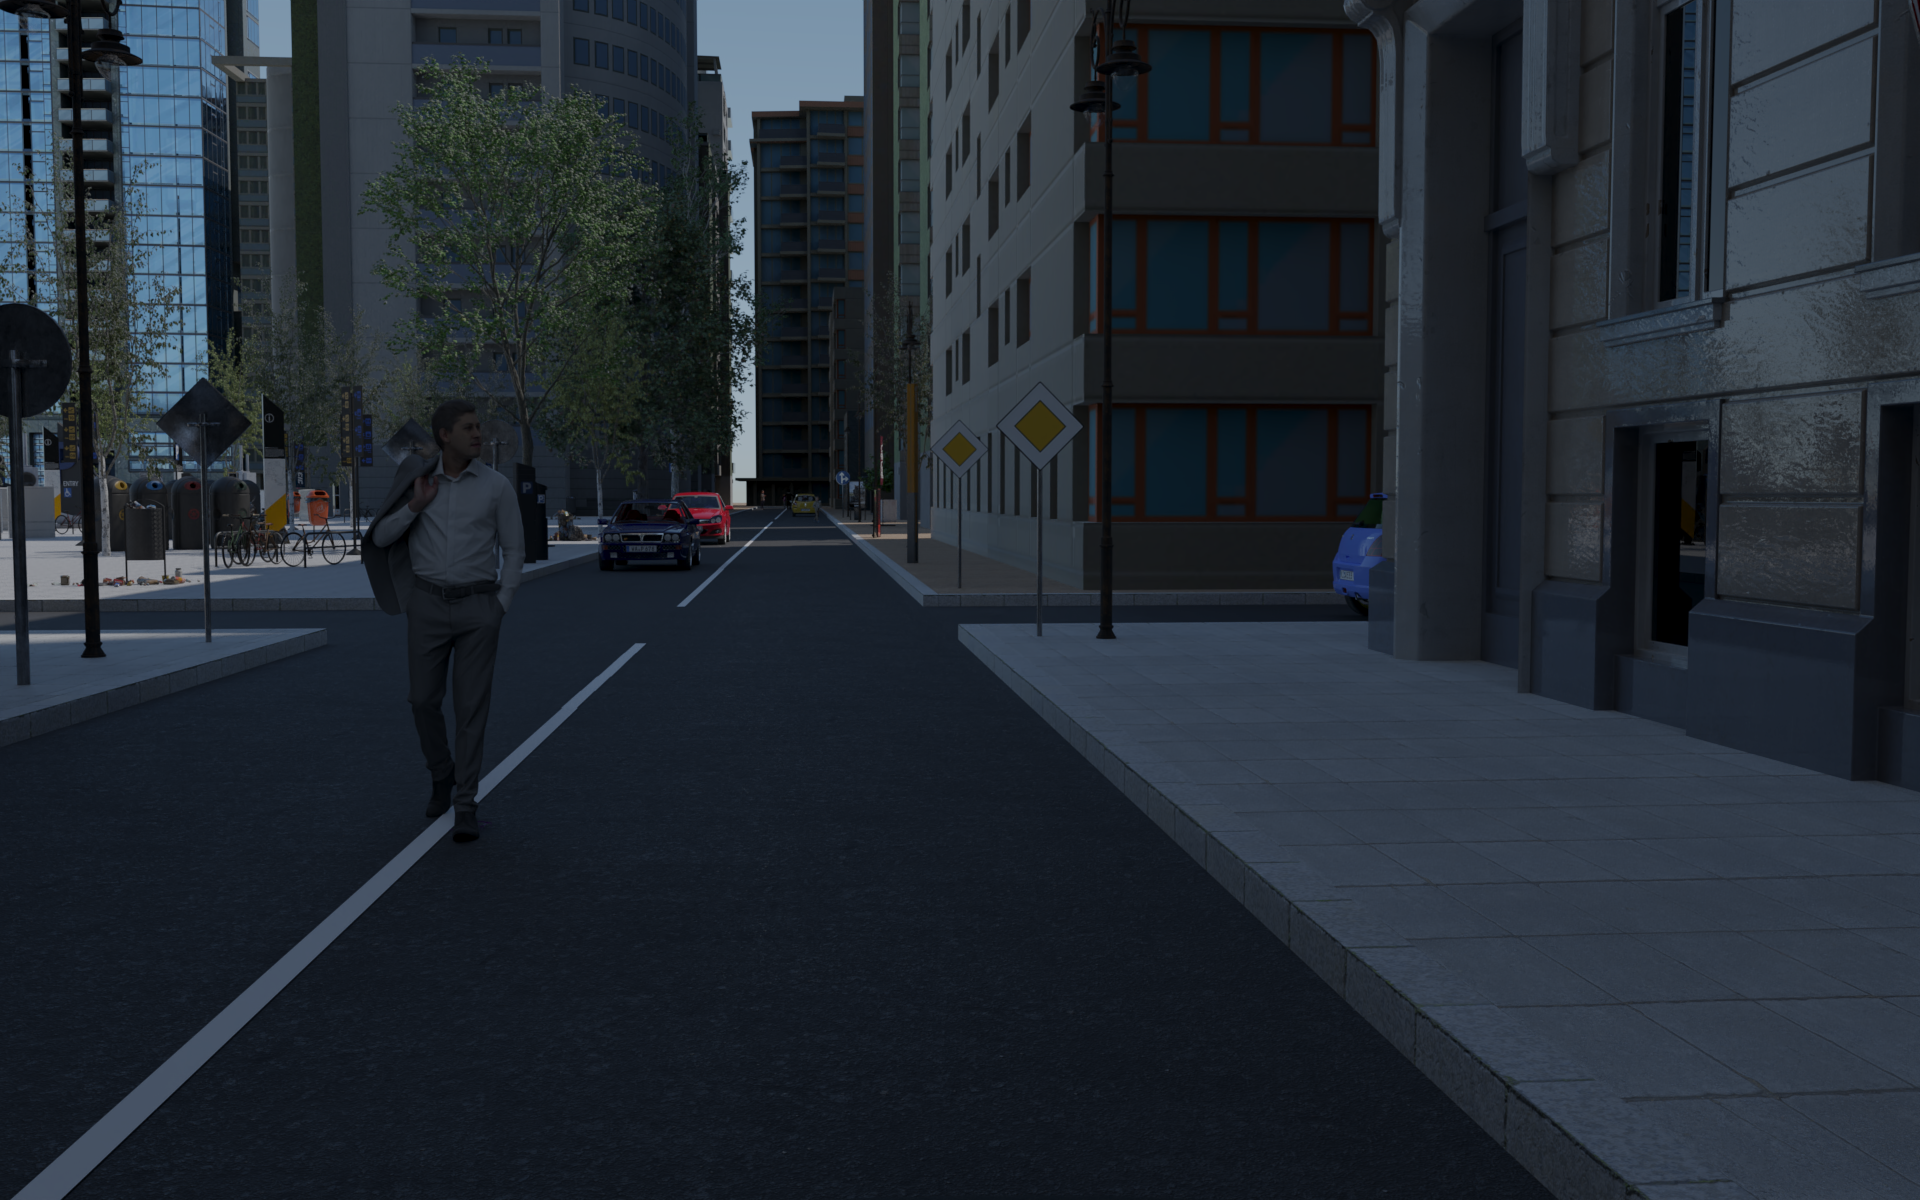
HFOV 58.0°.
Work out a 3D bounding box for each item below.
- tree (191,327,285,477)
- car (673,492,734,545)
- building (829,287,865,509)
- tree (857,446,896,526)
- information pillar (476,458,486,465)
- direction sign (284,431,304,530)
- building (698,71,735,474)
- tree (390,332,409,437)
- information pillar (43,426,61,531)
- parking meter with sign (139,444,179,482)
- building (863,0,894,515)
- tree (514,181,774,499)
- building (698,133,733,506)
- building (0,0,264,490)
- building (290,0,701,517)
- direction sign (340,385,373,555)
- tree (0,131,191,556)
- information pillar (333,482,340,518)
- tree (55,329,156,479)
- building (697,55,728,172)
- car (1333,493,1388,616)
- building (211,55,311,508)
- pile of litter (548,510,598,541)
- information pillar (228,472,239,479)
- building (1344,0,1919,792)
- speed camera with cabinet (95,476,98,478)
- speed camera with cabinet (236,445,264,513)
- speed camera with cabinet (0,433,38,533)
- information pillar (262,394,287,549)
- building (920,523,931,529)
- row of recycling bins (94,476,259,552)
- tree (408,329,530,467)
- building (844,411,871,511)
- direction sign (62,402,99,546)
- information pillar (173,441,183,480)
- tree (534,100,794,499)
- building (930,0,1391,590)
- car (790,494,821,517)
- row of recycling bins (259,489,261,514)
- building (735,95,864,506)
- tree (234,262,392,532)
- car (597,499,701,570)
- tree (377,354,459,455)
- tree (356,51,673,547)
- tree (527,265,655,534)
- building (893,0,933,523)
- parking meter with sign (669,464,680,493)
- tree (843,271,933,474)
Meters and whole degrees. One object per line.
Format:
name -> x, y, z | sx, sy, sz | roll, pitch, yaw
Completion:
tree -> -32.443, -7.782, 77.590 | 4.737, 8.622, 4.395 | 0, 3, 0
car -> -7.622, -2.516, 50.182 | 2.155, 1.783, 4.494 | 0, 4, -5
building -> 1.978, -19.280, 160.261 | 27.650, 21.520, 28.899 | 0, 4, -5
tree -> -3.042, -4.573, 69.364 | 1.663, 3.219, 1.824 | 0, 3, 0
information pillar -> -23.407, -5.711, 84.732 | 0.504, 3.616, 0.183 | 0, 4, -4
direction sign -> -23.902, -4.279, 61.965 | 0.876, 3.537, 0.379 | -3, 4, -37
building -> -40.343, -34.972, 191.408 | 30.456, 49.044, 23.786 | 0, 4, -5
tree -> -23.562, -7.083, 66.177 | 4.360, 8.622, 3.978 | 0, 3, 0
information pillar -> -31.247, -4.172, 59.572 | 0.504, 3.616, 0.183 | -3, 4, -39
parking meter with sign -> -28.333, -3.940, 60.680 | 1.738, 3.016, 0.543 | -1, 4, -15
building -> 1.282, -27.869, 105.774 | 14.600, 45.320, 14.200 | 0, 4, -5
tree -> -11.676, -8.970, 63.660 | 9.611, 12.733, 9.660 | 0, 3, 0
building -> -26.781, -22.969, 147.239 | 14.160, 30.474, 14.107 | 0, 4, -5
building -> -76.521, -51.513, 154.911 | 31.000, 86.520, 22.319 | 0, 4, -5
building -> -28.017, -34.714, 109.577 | 21.231, 58.520, 28.212 | 0, 4, -5
direction sign -> -12.754, -2.717, 36.414 | 0.876, 3.537, 0.379 | 3, 5, 44
tree -> -17.656, -5.201, 35.398 | 4.360, 8.622, 3.978 | 0, 3, 0
information pillar -> -33.899, -5.484, 94.158 | 0.304, 2.012, 0.304 | -3, 4, -36
tree -> -38.760, -7.814, 78.125 | 4.737, 8.622, 4.395 | 0, 3, 0
building -> -28.968, -29.381, 163.975 | 14.086, 41.232, 14.154 | 0, 4, -5
car -> 6.169, -0.621, 19.742 | 3.694, 1.707, 1.945 | 0, 4, -6
building -> -48.667, -28.242, 153.632 | 23.993, 40.220, 32.217 | 0, 4, -5
pile of litter -> -10.743, -2.058, 47.608 | 1.719, 0.858, 1.176 | 2, 4, 35
information pillar -> -24.707, -3.331, 58.953 | 0.304, 2.012, 0.304 | -1, 4, -15
building -> 10.452, -13.362, 4.376 | 13.634, 28.700, 20.117 | 0, 4, -5
speed camera with cabinet -> -45.065, -5.907, 90.919 | 0.660, 3.252, 2.038 | -1, 4, -9
speed camera with cabinet -> -28.445, -4.642, 70.240 | 2.038, 3.252, 0.660 | 1, 4, 21
speed camera with cabinet -> -30.927, -3.767, 55.929 | 2.038, 3.252, 0.660 | -2, 4, -31
information pillar -> -16.116, -3.017, 40.678 | 0.504, 3.616, 0.183 | -3, 4, -36
building -> 5.266, -23.620, 69.788 | 14.154, 41.232, 14.086 | 0, 4, -5
row of recycling bins -> -18.156, -1.997, 39.761 | 3.534, 1.692, 1.069 | -3, 5, -44
tree -> -20.470, -7.489, 72.801 | 4.360, 8.622, 3.978 | 0, 3, 0
building -> 2.851, -49.843, 127.610 | 22.319, 86.520, 31.000 | 0, 4, -5
direction sign -> -21.742, -3.111, 42.865 | 0.876, 3.537, 0.379 | 0, 4, 4
information pillar -> -29.575, -4.537, 65.539 | 0.183, 3.616, 0.504 | 0, 4, 7
tree -> -14.610, -14.059, 85.756 | 12.611, 20.169, 13.585 | 0, 3, 0
building -> 14.785, -11.771, 37.497 | 28.899, 21.520, 27.650 | 0, 4, -5
car -> -9.909, -6.166, 111.043 | 2.015, 1.641, 3.980 | 0, 4, -5
row of recycling bins -> -21.759, -2.580, 49.304 | 3.534, 1.692, 1.069 | -1, 4, -12
building -> -10.327, -32.959, 193.496 | 28.867, 44.769, 22.147 | 0, 4, -5
tree -> -21.319, -6.425, 55.408 | 4.360, 8.622, 3.978 | 0, 3, 0
car -> -6.021, -1.297, 33.778 | 1.945, 1.354, 3.894 | 0, 4, -5
tree -> -28.537, -8.649, 91.775 | 4.737, 8.622, 4.395 | 0, 3, 0
tree -> -10.572, -7.093, 41.733 | 9.928, 11.665, 9.643 | 0, 3, 0
tree -> -11.433, -6.369, 54.495 | 4.737, 8.622, 4.395 | 0, 3, 0
building -> 3.404, -24.964, 91.754 | 14.154, 41.232, 14.086 | 0, 4, -5
parking meter with sign -> -15.747, -6.109, 96.144 | 0.543, 3.016, 1.738 | 0, 4, -2
tree -> -1.668, -6.498, 56.601 | 4.360, 8.622, 3.978 | 0, 3, 0
